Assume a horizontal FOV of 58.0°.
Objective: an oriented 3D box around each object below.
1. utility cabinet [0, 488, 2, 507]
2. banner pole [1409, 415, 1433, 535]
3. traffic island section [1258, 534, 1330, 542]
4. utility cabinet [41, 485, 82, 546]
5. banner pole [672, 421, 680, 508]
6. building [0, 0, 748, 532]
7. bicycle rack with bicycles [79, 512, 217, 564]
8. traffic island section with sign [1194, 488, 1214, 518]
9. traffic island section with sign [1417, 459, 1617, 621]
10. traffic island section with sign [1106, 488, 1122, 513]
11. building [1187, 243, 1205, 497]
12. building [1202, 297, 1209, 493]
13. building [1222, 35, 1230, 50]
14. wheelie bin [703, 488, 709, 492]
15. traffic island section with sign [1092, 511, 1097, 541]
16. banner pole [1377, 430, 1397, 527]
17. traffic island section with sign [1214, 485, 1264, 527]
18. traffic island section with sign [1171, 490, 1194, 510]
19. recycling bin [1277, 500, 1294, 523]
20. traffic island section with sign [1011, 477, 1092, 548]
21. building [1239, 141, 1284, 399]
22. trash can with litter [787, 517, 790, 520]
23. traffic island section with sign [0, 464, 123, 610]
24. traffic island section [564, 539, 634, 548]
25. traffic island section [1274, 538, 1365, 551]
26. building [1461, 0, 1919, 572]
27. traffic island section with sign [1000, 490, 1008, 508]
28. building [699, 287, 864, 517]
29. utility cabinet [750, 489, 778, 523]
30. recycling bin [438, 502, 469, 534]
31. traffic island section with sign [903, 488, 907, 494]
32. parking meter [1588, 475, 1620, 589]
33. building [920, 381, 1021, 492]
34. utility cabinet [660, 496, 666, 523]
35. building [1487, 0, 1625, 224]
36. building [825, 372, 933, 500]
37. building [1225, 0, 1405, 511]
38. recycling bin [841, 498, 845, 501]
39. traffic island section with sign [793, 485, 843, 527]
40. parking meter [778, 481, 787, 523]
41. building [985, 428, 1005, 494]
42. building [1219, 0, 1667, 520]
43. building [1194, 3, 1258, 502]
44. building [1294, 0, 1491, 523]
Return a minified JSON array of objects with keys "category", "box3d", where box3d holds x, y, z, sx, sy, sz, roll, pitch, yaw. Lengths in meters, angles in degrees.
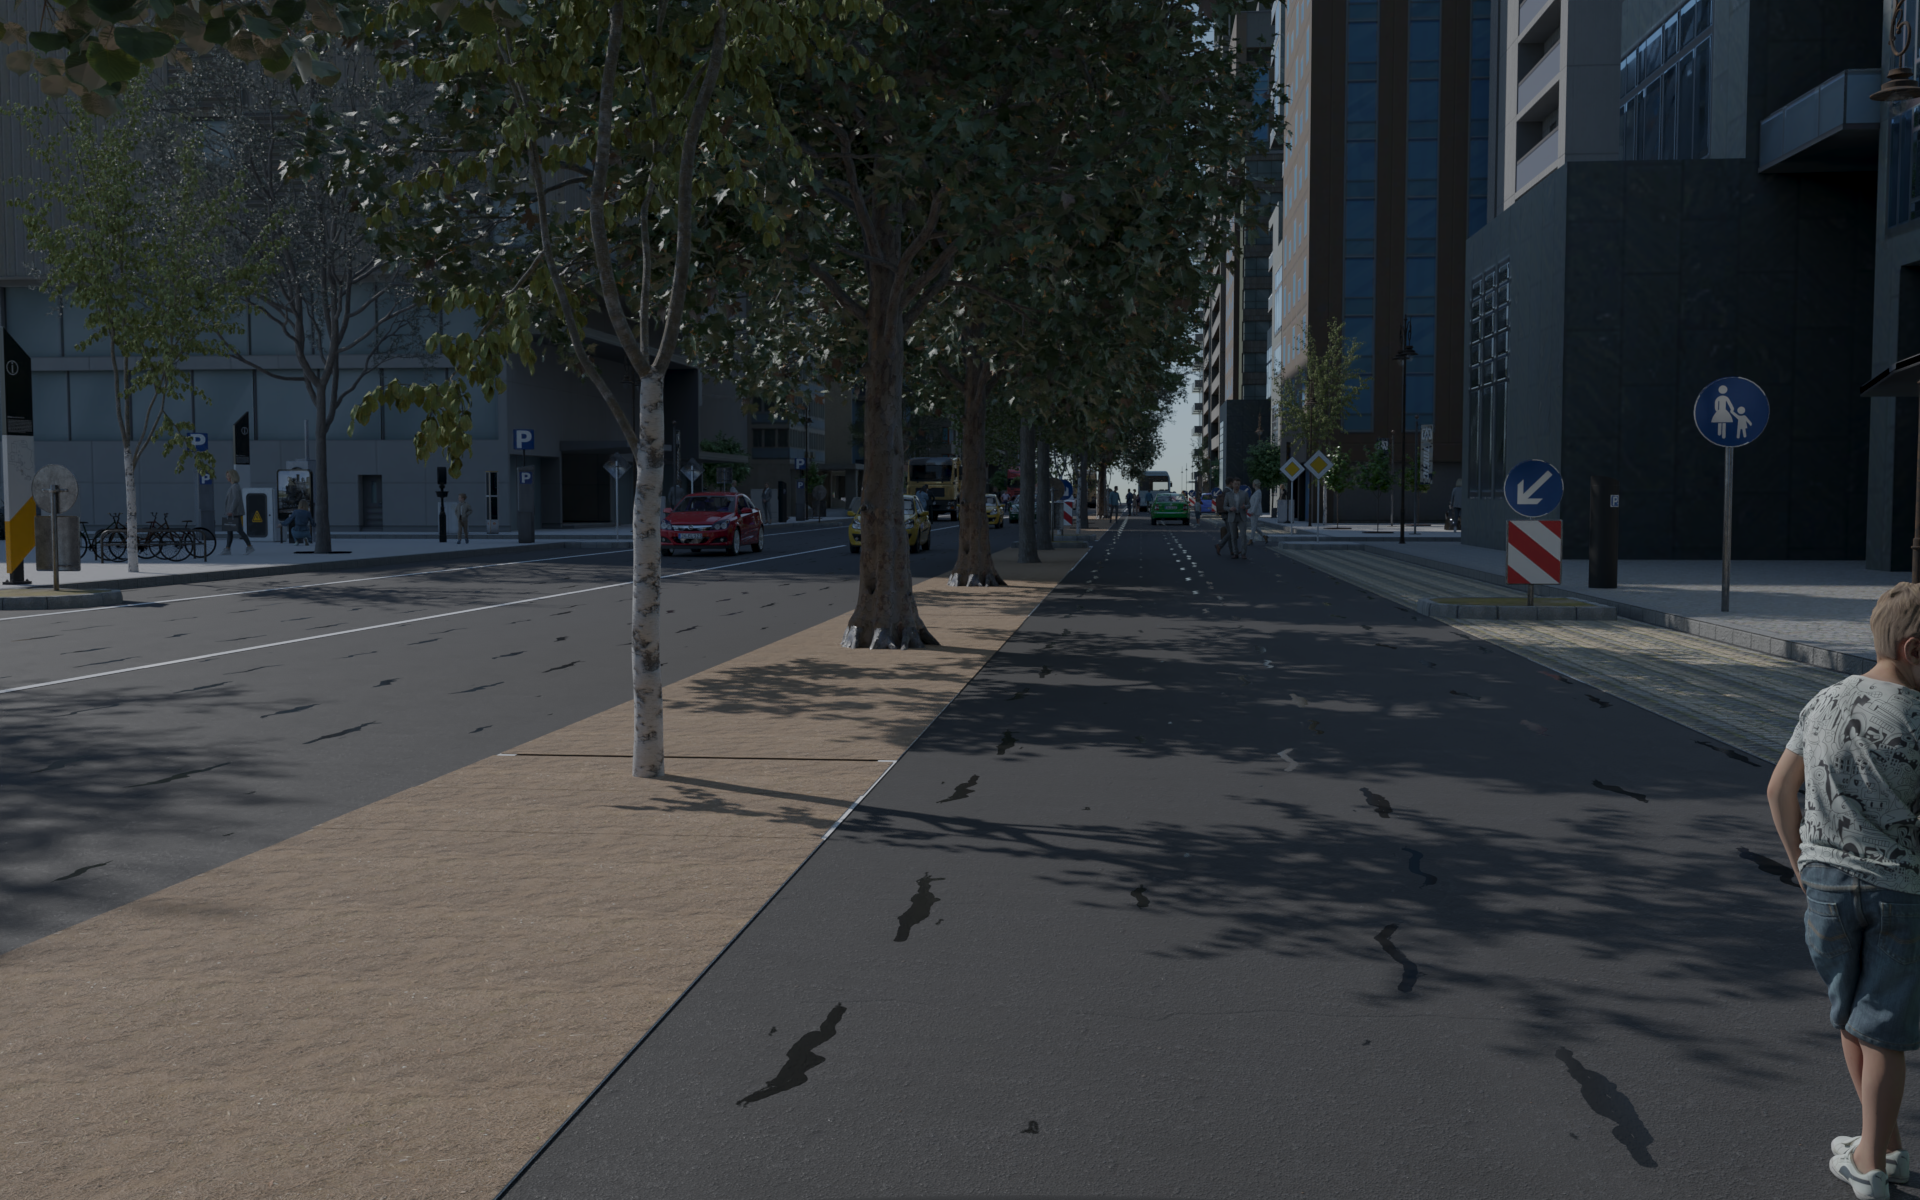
[{"category":"utility cabinet","box3d":[-32.635,-3.004,57.787,1.173,1.500,0.318,-2,4,-31]},{"category":"banner pole","box3d":[14.596,-3.957,54.712,0.401,3.779,0.863,-3,5,-39]},{"category":"traffic island section","box3d":[10.261,-1.903,53.392,2.009,0.180,2.903,0,4,6]},{"category":"utility cabinet","box3d":[-21.257,-1.973,40.944,0.318,1.500,1.173,0,4,3]},{"category":"banner pole","box3d":[-9.731,-4.251,59.514,0.401,3.779,0.863,0,4,8]},{"category":"building","box3d":[-24.905,-29.401,69.940,28.713,52.752,27.495,0,4,6]},{"category":"bicycle rack with bicycles","box3d":[-15.705,-1.210,33.163,2.925,0.926,2.852,-2,4,-29]},{"category":"traffic island section with sign","box3d":[15.093,-5.756,102.742,1.989,1.847,2.006,0,4,6]},{"category":"traffic island section with sign","box3d":[6.505,-0.727,20.507,1.989,1.847,2.006,0,4,6]},{"category":"traffic island section with sign","box3d":[11.022,-7.363,128.518,2.006,1.907,1.989,0,4,6]},{"category":"building","box3d":[47.509,-39.753,269.571,23.786,49.044,30.456,0,4,6]},{"category":"building","box3d":[42.517,-36.651,222.938,21.300,48.544,21.600,0,4,6]},{"category":"building","box3d":[36.773,-33.779,175.989,21.300,48.544,21.600,0,4,6]},{"category":"wheelie bin","box3d":[-12.720,-4.746,85.505,0.693,1.594,0.980,3,5,42]},{"category":"traffic island section with sign","box3d":[3.220,-2.792,53.784,2.006,1.907,1.989,0,4,6]},{"category":"banner pole","box3d":[16.776,-4.775,68.095,0.863,3.779,0.401,2,4,25]},{"category":"traffic island section with sign","box3d":[12.285,-4.117,75.933,1.989,1.847,2.006,0,4,6]},{"category":"traffic island section with sign","box3d":[23.086,-10.437,179.268,1.989,1.847,2.006,0,4,6]},{"category":"recycling bin","box3d":[14.377,-3.910,76.478,0.722,1.027,0.722,1,4,8]},{"category":"traffic island section with sign","box3d":[2.441,-2.341,46.418,2.006,1.907,1.989,0,4,6]},{"category":"building","box3d":[30.259,-22.788,144.285,14.160,30.474,14.107,0,4,6]},{"category":"trash can with litter","box3d":[-8.916,-4.502,84.995,1.055,1.170,0.624,-3,4,-36]},{"category":"traffic island section with sign","box3d":[-12.020,-0.838,22.326,1.989,1.847,2.006,0,4,6]},{"category":"traffic island section","box3d":[-9.408,-1.537,47.416,2.009,0.180,2.903,0,4,6]},{"category":"traffic island section","box3d":[9.431,-1.417,45.450,2.009,0.180,2.903,0,4,6]},{"category":"building","box3d":[22.325,-43.580,25.207,22.319,86.520,31.000,0,4,6]},{"category":"traffic island section with sign","box3d":[4.613,-10.579,181.595,1.989,1.847,2.006,0,4,6]},{"category":"building","box3d":[-21.334,-25.195,103.815,32.217,40.220,23.993,0,4,6]},{"category":"utility cabinet","box3d":[-8.635,-4.138,76.328,1.173,1.500,0.318,-1,4,-9]},{"category":"recycling bin","box3d":[-16.226,-2.625,55.476,0.722,1.027,0.722,1,4,10]},{"category":"traffic island section with sign","box3d":[-3.423,-5.879,104.756,1.989,1.847,2.006,0,4,6]},{"category":"parking meter","box3d":[8.790,-0.931,23.640,0.372,1.533,0.369,0,3,0]},{"category":"building","box3d":[-3.982,-25.248,257.848,27.650,21.520,28.899,0,4,6]},{"category":"utility cabinet","box3d":[-10.011,-2.871,58.109,0.306,1.237,1.020,-1,4,-9]},{"category":"building","box3d":[35.229,-31.785,61.689,28.212,58.520,21.231,0,4,6]},{"category":"building","box3d":[-13.964,-30.014,145.351,22.147,44.769,28.867,0,4,6]},{"category":"building","box3d":[31.712,-31.103,158.651,14.600,45.320,14.200,0,4,6]},{"category":"recycling bin","box3d":[-7.807,-6.530,119.322,0.722,1.027,0.722,0,4,-1]},{"category":"traffic island section with sign","box3d":[-6.298,-4.193,77.182,1.989,1.847,2.006,0,4,6]},{"category":"parking meter","box3d":[-8.005,-4.428,78.112,0.255,1.863,0.399,2,4,26]},{"category":"building","box3d":[-7.659,-39.112,228.713,28.713,52.752,27.495,0,4,6]},{"category":"building","box3d":[28.733,-48.738,109.541,22.319,86.520,31.000,0,4,6]},{"category":"building","box3d":[43.890,-49.249,243.471,20.563,71.187,20.611,0,4,6]},{"category":"building","box3d":[22.714,-26.337,80.716,14.600,45.320,14.200,0,4,6]}]
